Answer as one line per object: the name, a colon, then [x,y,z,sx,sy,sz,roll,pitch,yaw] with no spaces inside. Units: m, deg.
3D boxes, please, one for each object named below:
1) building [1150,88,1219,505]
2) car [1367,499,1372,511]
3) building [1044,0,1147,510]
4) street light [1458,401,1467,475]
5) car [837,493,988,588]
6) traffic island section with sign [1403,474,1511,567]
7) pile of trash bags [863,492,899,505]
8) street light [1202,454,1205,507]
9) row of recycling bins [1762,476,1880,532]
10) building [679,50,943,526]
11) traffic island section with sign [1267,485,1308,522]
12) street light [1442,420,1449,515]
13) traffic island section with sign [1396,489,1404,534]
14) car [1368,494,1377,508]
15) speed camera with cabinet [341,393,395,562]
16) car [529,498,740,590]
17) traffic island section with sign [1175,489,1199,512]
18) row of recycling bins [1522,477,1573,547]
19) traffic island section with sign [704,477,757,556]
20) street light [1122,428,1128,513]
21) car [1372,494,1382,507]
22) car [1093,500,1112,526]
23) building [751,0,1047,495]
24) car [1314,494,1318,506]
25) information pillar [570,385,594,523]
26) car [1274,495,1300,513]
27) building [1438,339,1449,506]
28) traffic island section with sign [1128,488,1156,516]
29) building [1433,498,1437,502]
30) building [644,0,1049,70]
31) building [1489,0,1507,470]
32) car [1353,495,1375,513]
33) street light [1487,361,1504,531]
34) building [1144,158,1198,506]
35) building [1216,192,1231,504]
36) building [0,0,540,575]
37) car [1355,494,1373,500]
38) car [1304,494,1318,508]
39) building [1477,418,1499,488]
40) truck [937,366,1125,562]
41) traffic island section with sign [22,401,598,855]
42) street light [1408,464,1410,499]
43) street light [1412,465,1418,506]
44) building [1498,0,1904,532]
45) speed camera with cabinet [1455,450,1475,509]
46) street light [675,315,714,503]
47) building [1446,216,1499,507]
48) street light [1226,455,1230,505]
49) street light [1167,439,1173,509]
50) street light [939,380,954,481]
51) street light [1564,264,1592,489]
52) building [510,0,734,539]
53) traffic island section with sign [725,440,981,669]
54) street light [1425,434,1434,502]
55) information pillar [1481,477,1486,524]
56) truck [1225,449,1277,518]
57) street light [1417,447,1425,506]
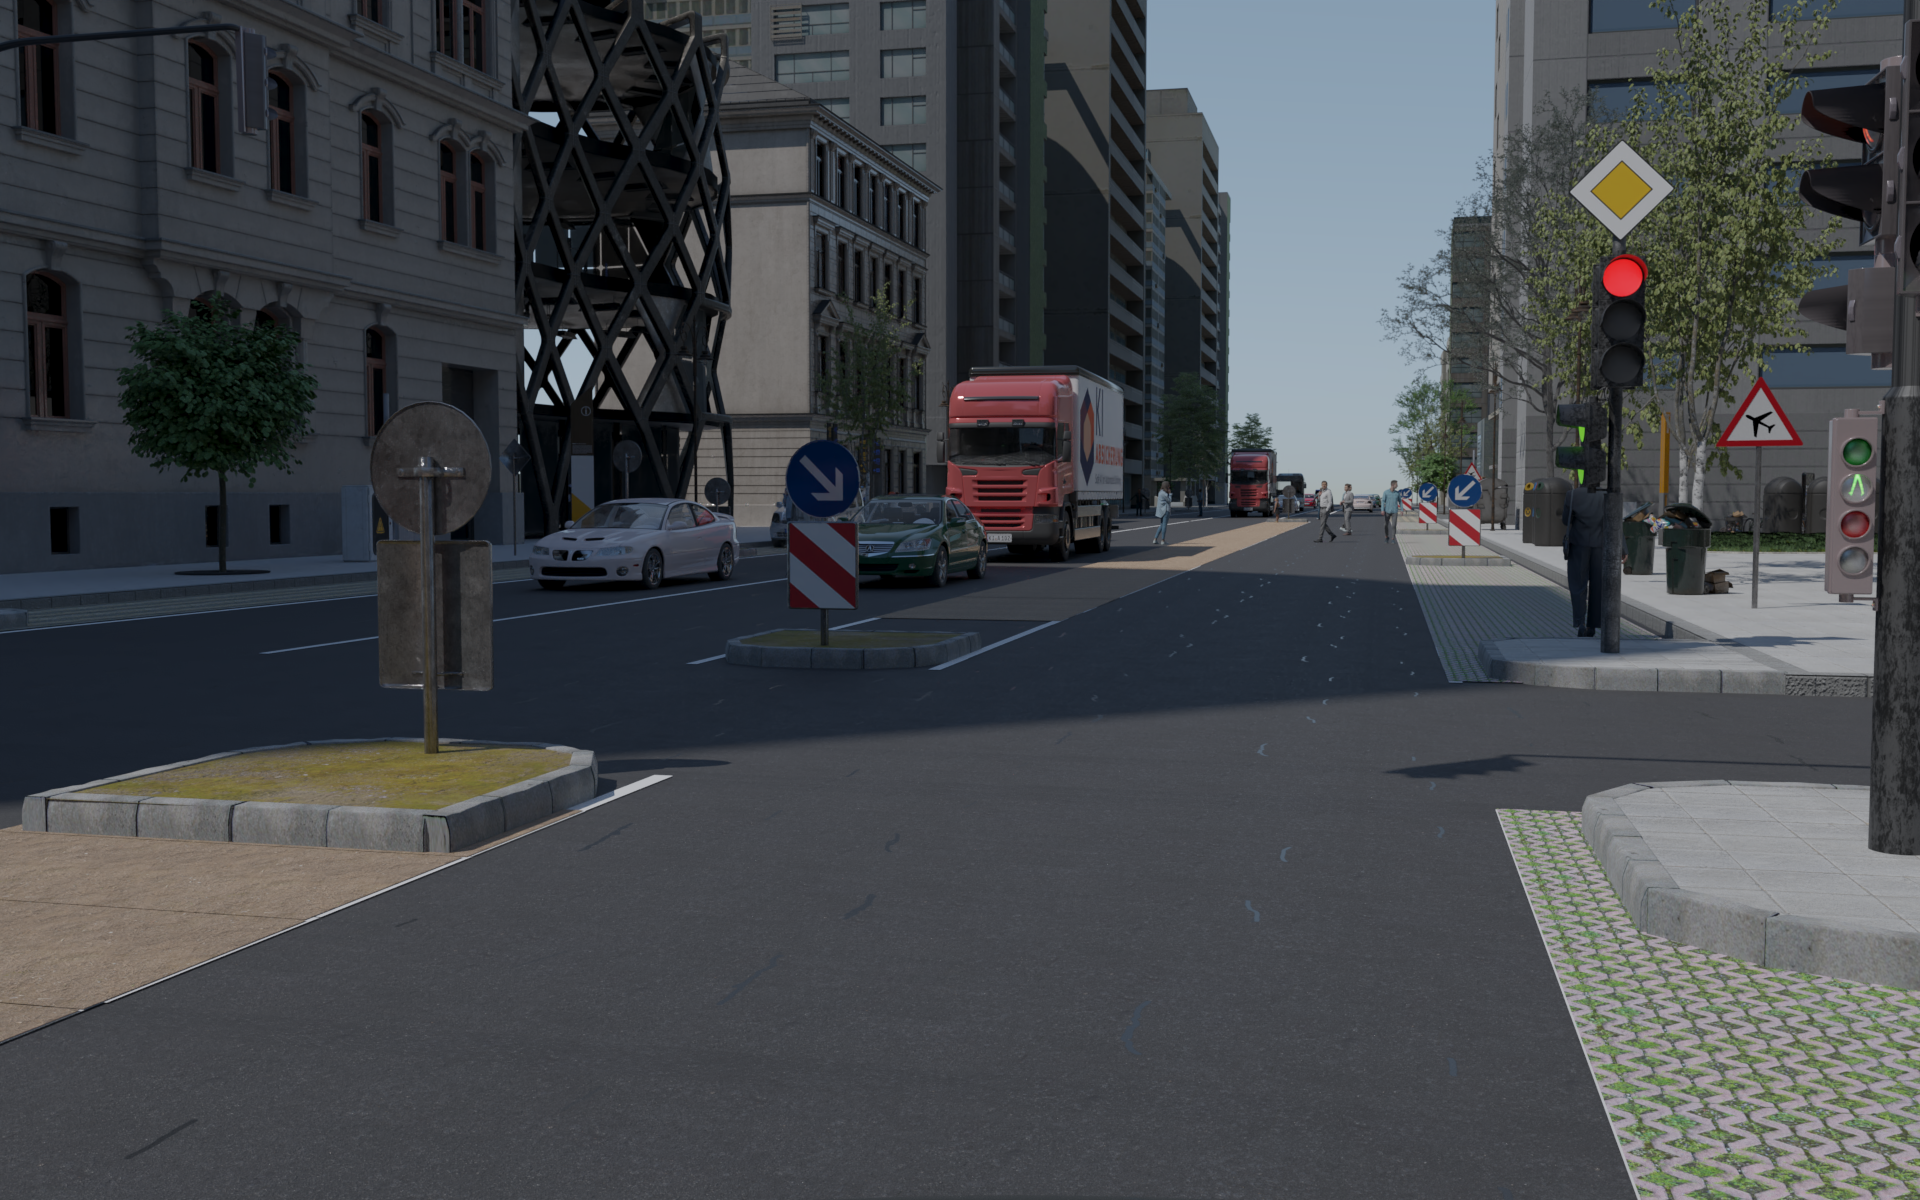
building: [19.912,-36.013,212.519,21.300,48.544,21.600,1,4,14]
car: [33.724,-8.183,146.151,2.083,1.381,4.827,1,4,13]
building: [3.270,-31.733,142.537,21.300,48.544,21.600,1,4,14]
street light: [24.835,-6.914,85.824,0.468,5.910,1.993,1,4,14]
car: [-0.798,-1.003,28.198,2.131,1.459,4.920,1,4,13]
traffic island section with sign: [10.090,-1.622,35.152,1.989,1.847,2.006,1,4,14]
pile of trash bags: [-3.207,-3.467,66.444,1.912,1.369,3.447,2,4,25]
street light: [24.521,-12.314,174.113,0.468,5.910,1.993,1,4,14]
row of recycling bins: [20.634,-2.030,40.302,3.534,1.692,1.069,1,4,15]
building: [-8.239,-13.021,77.526,10.561,19.102,19.286,1,4,14]
traffic island section with sign: [16.709,-4.898,88.218,2.006,1.907,1.989,1,4,14]
street light: [30.304,-8.285,108.239,0.468,5.910,1.993,1,4,14]
traffic island section with sign: [16.504,-3.239,61.587,1.989,1.847,2.006,1,4,14]
car: [42.026,-10.196,178.712,2.014,1.417,4.499,1,4,12]
speed camera with cabinet: [-11.198,-2.391,33.435,0.660,3.252,2.038,1,4,8]
car: [-5.086,-0.933,27.614,2.083,1.381,4.827,1,4,15]
traffic island section with sign: [18.654,-8.102,141.103,1.989,1.847,2.006,1,4,14]
row of recycling bins: [14.881,-2.242,43.765,1.069,1.692,3.534,1,4,12]
traffic island section with sign: [-5.818,-1.936,40.275,1.989,1.847,2.006,1,4,14]
street light: [11.243,-8.941,118.977,0.468,5.910,1.993,1,4,14]
car: [44.910,-10.801,188.386,2.131,1.459,4.920,1,4,15]
car: [4.955,-3.545,69.756,2.131,1.459,4.920,1,4,15]
building: [-3.164,-25.473,100.084,14.154,41.232,14.086,1,4,14]
car: [42.583,-12.345,210.638,1.959,1.807,4.718,1,4,15]
information pillar: [-8.134,-2.815,37.387,0.504,3.616,0.183,-1,4,-15]
car: [25.160,-7.407,133.467,2.083,1.381,4.827,1,4,14]
building: [70.159,-21.705,199.923,27.650,21.520,28.899,1,4,14]
traffic island section with sign: [12.294,-6.500,114.906,1.989,1.847,2.006,1,4,14]
building: [78.069,-32.621,225.241,32.217,40.220,23.993,1,4,14]
building: [-8.102,-26.296,121.825,32.217,40.220,23.993,1,4,14]
building: [48.283,-31.775,108.757,28.713,52.752,27.495,1,4,14]
car: [31.199,-7.491,134.832,2.083,1.381,4.827,1,4,14]
street light: [18.550,-5.343,60.139,0.468,5.910,1.993,1,4,14]
building: [9.659,-30.575,191.775,32.217,40.220,23.993,1,4,14]
building: [28.045,-33.390,229.523,14.154,41.232,14.086,1,4,14]
building: [-19.837,-15.099,34.253,14.401,28.519,23.554,1,4,14]
car: [36.271,-8.972,156.482,2.009,1.686,4.222,1,4,13]
car: [34.828,-10.069,173.668,2.155,1.783,4.494,1,4,13]
building: [54.071,-50.417,136.988,22.319,86.520,31.000,1,4,14]
truck: [1.887,-3.141,40.268,2.839,4.237,11.283,1,4,12]
traffic island section with sign: [-2.761,0.009,7.993,2.006,1.907,1.989,1,4,14]
street light: [56.300,-14.847,215.530,0.468,5.910,1.993,1,4,14]
street light: [49.977,-13.239,189.240,0.468,5.910,1.993,1,4,14]
building: [32.948,-32.239,69.105,21.231,58.520,28.212,1,4,14]
speed camera with cabinet: [23.015,-5.162,78.734,0.660,3.252,2.038,0,4,5]
street light: [-6.849,-4.406,44.833,0.468,5.910,1.993,1,4,14]
building: [58.159,-25.001,180.467,14.160,30.474,14.107,1,4,14]
street light: [30.898,-13.884,199.784,0.468,5.910,1.993,1,4,14]
street light: [17.606,-10.531,144.973,0.468,5.910,1.993,1,4,14]
street light: [-0.475,-5.976,70.495,0.468,5.910,1.993,1,4,14]
street light: [12.291,-3.771,34.449,0.468,5.910,1.993,1,4,14]
building: [-16.091,-11.448,54.635,16.820,18.784,16.811,1,4,14]
traffic island section with sign: [-1.005,-0.431,15.189,2.006,1.907,1.989,1,4,14]
street light: [36.463,-9.870,134.155,0.468,5.910,1.993,1,4,14]
information pillar: [22.180,-4.241,73.829,0.304,2.012,0.304,-3,5,-44]
truck: [18.479,-7.356,109.182,2.839,4.237,11.283,1,4,13]
street light: [42.792,-11.452,160.034,0.468,5.910,1.993,1,4,14]
